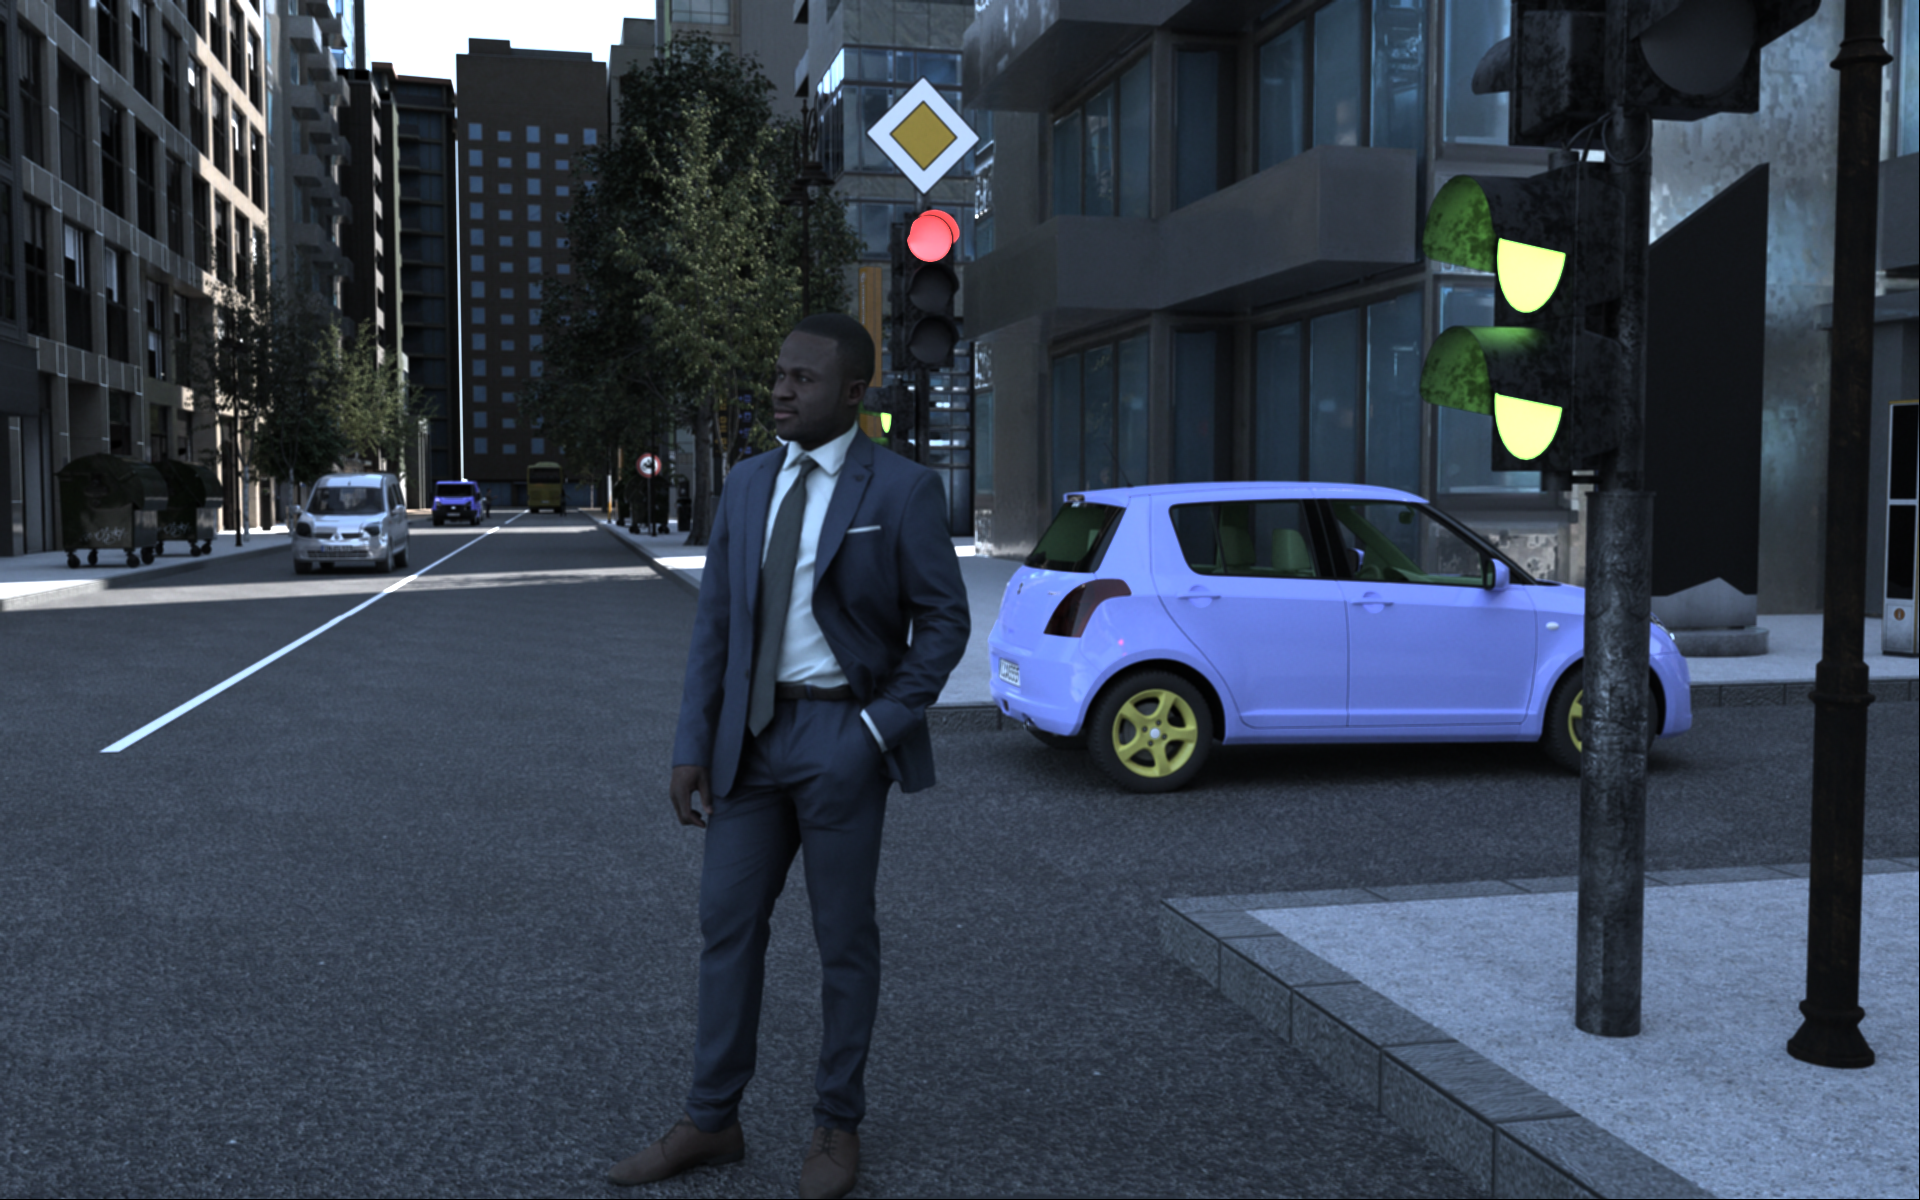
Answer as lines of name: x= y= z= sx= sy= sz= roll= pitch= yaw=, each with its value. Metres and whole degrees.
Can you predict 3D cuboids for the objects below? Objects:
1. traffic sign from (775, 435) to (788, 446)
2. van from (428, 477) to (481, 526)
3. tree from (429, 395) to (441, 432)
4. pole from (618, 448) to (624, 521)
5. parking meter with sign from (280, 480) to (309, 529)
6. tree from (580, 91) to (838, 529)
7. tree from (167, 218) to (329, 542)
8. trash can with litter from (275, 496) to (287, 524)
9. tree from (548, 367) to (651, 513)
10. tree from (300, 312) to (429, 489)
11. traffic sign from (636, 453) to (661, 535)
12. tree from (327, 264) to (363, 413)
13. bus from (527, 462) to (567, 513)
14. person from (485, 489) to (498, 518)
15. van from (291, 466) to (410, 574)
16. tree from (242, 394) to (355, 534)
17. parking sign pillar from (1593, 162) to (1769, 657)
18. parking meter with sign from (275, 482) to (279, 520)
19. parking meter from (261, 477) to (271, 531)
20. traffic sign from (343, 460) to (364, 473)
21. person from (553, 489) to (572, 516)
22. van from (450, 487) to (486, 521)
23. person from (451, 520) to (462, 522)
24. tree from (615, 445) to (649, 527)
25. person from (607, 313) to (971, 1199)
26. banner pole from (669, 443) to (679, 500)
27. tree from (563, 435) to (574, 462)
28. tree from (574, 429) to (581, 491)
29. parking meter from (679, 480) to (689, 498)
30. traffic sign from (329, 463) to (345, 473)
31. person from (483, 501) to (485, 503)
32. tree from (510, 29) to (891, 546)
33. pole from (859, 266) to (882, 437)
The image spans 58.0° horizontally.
traffic sign: x=-2.077 y=-1.346 z=23.199 sx=0.795 sy=2.450 sz=0.064 roll=0 pitch=4 yaw=-6
van: x=-23.048 y=-4.583 z=79.316 sx=2.240 sy=2.365 sz=5.245 roll=-1 pitch=4 yaw=-13
tree: x=-27.781 y=-8.185 z=84.191 sx=4.737 sy=8.622 sz=4.395 roll=0 pitch=3 yaw=0
pole: x=-13.835 y=-4.703 z=70.734 sx=0.158 sy=3.312 sz=0.155 roll=0 pitch=3 yaw=0
parking meter with sign: x=-24.098 y=-4.090 z=63.131 sx=0.543 sy=3.016 sz=1.738 roll=-3 pitch=5 yaw=-43
tree: x=-4.302 y=-4.992 z=31.989 sx=4.737 sy=8.622 sz=4.395 roll=0 pitch=3 yaw=0
tree: x=-19.326 y=-5.890 z=46.663 sx=4.360 sy=8.622 sz=3.978 roll=0 pitch=3 yaw=0
trash can with litter: x=-29.705 y=-3.942 z=75.513 sx=1.678 sy=1.210 sz=2.233 roll=-2 pitch=4 yaw=-25
tree: x=-24.610 y=-12.200 z=117.602 sx=7.486 sy=12.596 sz=7.792 roll=0 pitch=3 yaw=0
tree: x=-24.971 y=-7.388 z=71.151 sx=4.737 sy=8.622 sz=4.395 roll=0 pitch=3 yaw=0
traffic sign: x=-9.667 y=-3.287 z=53.849 sx=0.768 sy=2.556 sz=0.104 roll=-1 pitch=4 yaw=-11
tree: x=-19.948 y=-6.187 z=51.525 sx=4.360 sy=8.622 sz=3.978 roll=0 pitch=3 yaw=0
bus: x=-31.724 y=-8.655 z=133.057 sx=2.896 sy=3.916 sz=12.252 roll=-1 pitch=4 yaw=-12
person: x=-27.934 y=-5.764 z=103.271 sx=0.750 sy=1.759 sz=0.617 roll=-1 pitch=4 yaw=-19
van: x=-11.391 y=-1.560 z=32.514 sx=2.013 sy=2.044 sz=4.112 roll=-1 pitch=4 yaw=-11
tree: x=-21.568 y=-4.452 z=56.496 sx=4.285 sy=4.588 sz=4.351 roll=0 pitch=3 yaw=0
parking sign pillar: x=5.889 y=-1.573 z=14.193 sx=1.447 sy=3.967 sz=1.447 roll=-1 pitch=4 yaw=-15
parking meter with sign: x=-31.110 y=-5.074 z=79.225 sx=1.738 sy=3.016 sz=0.543 roll=-1 pitch=4 yaw=-23
parking meter: x=-24.156 y=-3.338 z=60.280 sx=0.255 sy=1.863 sz=0.399 roll=-2 pitch=4 yaw=-32
traffic sign: x=-22.982 y=-4.012 z=65.695 sx=0.768 sy=2.556 sz=0.104 roll=-1 pitch=4 yaw=-10
person: x=-25.668 y=-6.281 z=111.907 sx=1.217 sy=1.735 sz=0.721 roll=-2 pitch=4 yaw=-25
van: x=-26.238 y=-5.207 z=92.139 sx=2.013 sy=2.044 sz=4.112 roll=-1 pitch=4 yaw=-14
person: x=-25.525 y=-4.841 z=87.526 sx=0.599 sy=1.838 sz=0.709 roll=2 pitch=4 yaw=26
tree: x=-12.406 y=-4.435 z=67.115 sx=1.663 sy=3.219 sz=1.824 roll=0 pitch=3 yaw=0
person: x=-0.337 y=0.309 z=3.629 sx=0.721 sy=1.800 sz=0.419 roll=1 pitch=4 yaw=17
banner pole: x=-14.040 y=-5.823 z=85.227 sx=0.863 sy=3.779 sz=0.401 roll=3 pitch=4 yaw=36
tree: x=-20.964 y=-9.398 z=104.019 sx=4.737 sy=8.622 sz=4.395 roll=0 pitch=3 yaw=0
tree: x=-11.573 y=-6.904 z=63.250 sx=4.737 sy=8.622 sz=4.395 roll=0 pitch=3 yaw=0
parking meter: x=-11.588 y=-4.101 z=72.770 sx=0.399 sy=1.863 sz=0.255 roll=1 pitch=4 yaw=18
traffic sign: x=-23.149 y=-3.851 z=64.154 sx=0.795 sy=2.450 sz=0.064 roll=-1 pitch=4 yaw=-13
person: x=-29.678 y=-5.959 z=106.028 sx=0.705 sy=1.812 sz=1.348 roll=2 pitch=4 yaw=32
tree: x=-6.352 y=-7.716 z=43.158 sx=9.611 sy=12.733 sz=9.660 roll=0 pitch=3 yaw=0
pole: x=-0.806 y=-1.335 z=15.678 sx=0.158 sy=3.312 sz=0.155 roll=0 pitch=3 yaw=0
